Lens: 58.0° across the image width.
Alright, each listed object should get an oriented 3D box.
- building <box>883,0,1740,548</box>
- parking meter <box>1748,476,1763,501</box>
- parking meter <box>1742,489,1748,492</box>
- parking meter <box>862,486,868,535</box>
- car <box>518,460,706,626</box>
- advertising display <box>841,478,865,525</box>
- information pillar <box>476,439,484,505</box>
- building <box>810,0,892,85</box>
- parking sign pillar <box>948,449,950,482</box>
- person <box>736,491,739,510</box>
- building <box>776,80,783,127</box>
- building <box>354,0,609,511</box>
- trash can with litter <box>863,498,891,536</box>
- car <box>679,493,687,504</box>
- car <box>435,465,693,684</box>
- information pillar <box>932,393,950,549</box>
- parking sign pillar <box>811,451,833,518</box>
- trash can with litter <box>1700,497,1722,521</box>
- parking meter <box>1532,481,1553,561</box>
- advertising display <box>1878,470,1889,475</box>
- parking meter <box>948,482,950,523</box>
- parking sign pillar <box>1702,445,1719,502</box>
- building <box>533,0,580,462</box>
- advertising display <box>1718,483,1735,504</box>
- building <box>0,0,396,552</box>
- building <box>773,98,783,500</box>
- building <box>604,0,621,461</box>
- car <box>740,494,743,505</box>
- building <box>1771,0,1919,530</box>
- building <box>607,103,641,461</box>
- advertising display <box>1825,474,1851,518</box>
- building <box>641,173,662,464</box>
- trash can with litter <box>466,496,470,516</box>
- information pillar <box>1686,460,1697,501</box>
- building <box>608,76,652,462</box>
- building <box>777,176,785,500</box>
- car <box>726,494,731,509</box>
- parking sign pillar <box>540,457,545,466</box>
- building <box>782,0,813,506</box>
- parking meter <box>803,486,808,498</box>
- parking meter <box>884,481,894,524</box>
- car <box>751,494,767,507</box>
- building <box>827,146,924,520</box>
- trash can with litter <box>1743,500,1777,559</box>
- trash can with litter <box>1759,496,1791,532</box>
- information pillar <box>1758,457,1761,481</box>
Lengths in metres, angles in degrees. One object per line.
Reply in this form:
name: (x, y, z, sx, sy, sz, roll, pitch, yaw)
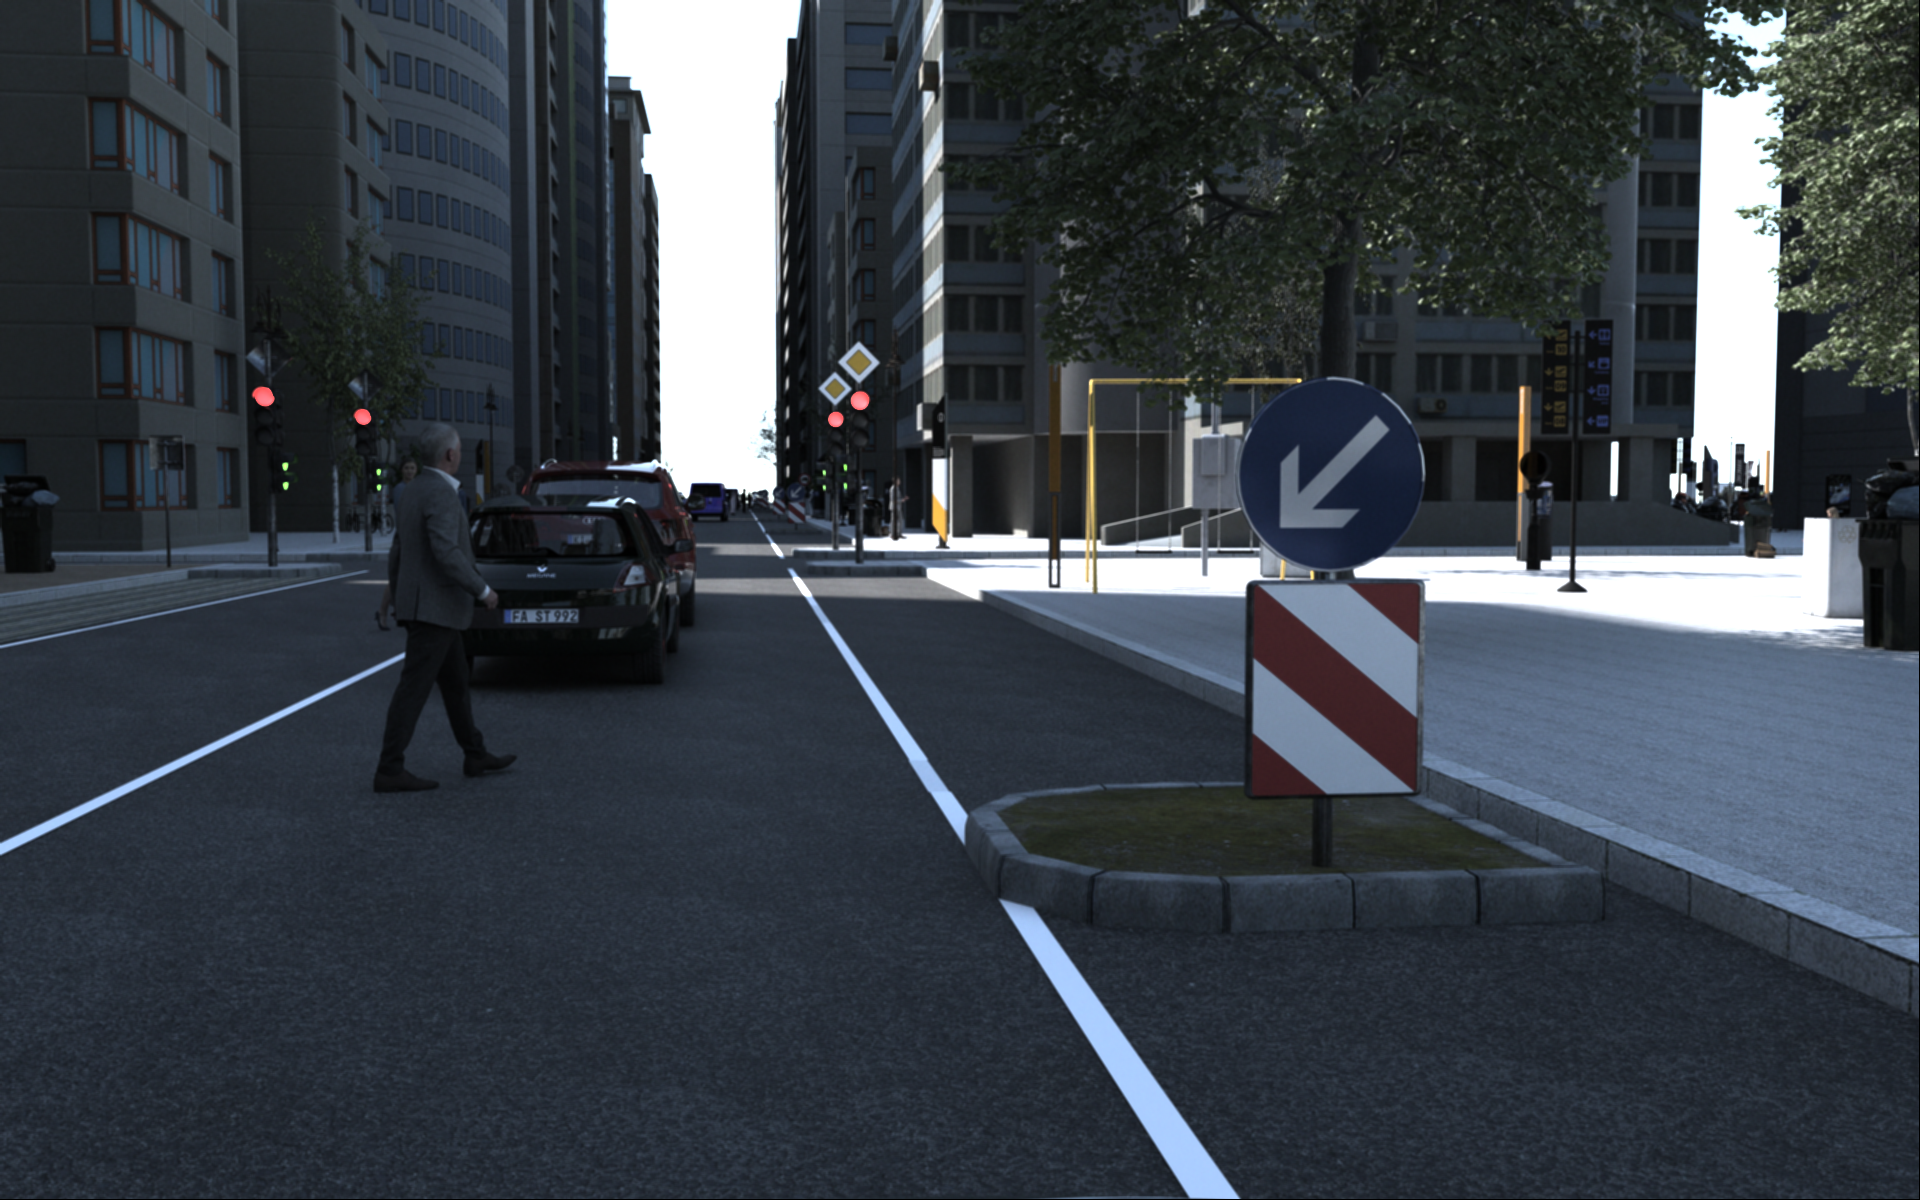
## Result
building: (10.154, -22.317, 56.770, 23.993, 40.220, 32.217, 0, 4, -7)
parking meter: (25.807, -3.096, 56.337, 0.255, 1.863, 0.399, 3, 5, 41)
parking meter: (41.862, -5.134, 92.350, 0.372, 1.533, 0.369, 0, 3, 0)
parking meter: (-3.096, -2.848, 54.972, 0.372, 1.533, 0.369, 0, 3, 0)
car: (-4.111, -0.705, 20.196, 2.281, 1.827, 5.304, -1, 4, -9)
advertising display: (-4.413, -4.042, 71.302, 0.974, 1.923, 0.123, 0, 4, 1)
information pillar: (-20.356, -5.021, 73.445, 0.183, 3.616, 0.504, 1, 4, 11)
building: (-0.909, -36.127, 132.670, 21.231, 58.520, 28.212, 0, 4, -7)
parking sign pillar: (-0.467, -5.490, 78.228, 1.447, 3.967, 1.447, 0, 4, 1)
person: (-20.022, -8.854, 154.071, 0.742, 1.727, 0.445, 1, 4, 9)
building: (-8.271, -38.466, 218.155, 28.713, 52.752, 27.495, 0, 4, -7)
building: (-40.048, -36.476, 138.383, 21.231, 58.520, 28.212, 0, 4, -7)
trash can with litter: (-2.543, -2.512, 52.456, 0.624, 1.170, 1.055, 2, 4, 24)
car: (-23.559, -8.219, 143.966, 1.945, 1.707, 3.694, 0, 4, -5)
car: (-3.246, -0.281, 14.379, 2.009, 1.686, 4.222, 0, 4, -7)
information pillar: (-0.457, -3.008, 40.529, 0.183, 3.616, 0.504, -3, 4, -39)
parking sign pillar: (-7.245, -6.371, 92.645, 1.447, 3.967, 1.447, 3, 4, 36)
trash can with litter: (26.338, -3.045, 61.171, 1.055, 1.170, 0.624, -2, 4, -28)
parking meter: (11.230, -1.529, 33.406, 0.372, 1.533, 0.369, 0, 3, 0)
advertising display: (24.624, -2.504, 46.152, 0.123, 1.923, 0.974, 1, 4, 14)
parking meter: (-0.402, -4.298, 75.982, 0.399, 1.863, 0.255, -1, 4, -20)
parking sign pillar: (41.171, -6.514, 94.973, 1.447, 3.967, 1.447, 3, 5, 42)
building: (-33.916, -26.586, 118.273, 14.154, 41.232, 14.086, 0, 4, -7)
advertising display: (43.420, -5.687, 98.189, 0.974, 1.923, 0.123, 0, 4, -2)
building: (-33.784, -12.571, 50.580, 27.650, 21.520, 28.899, 0, 4, -7)
building: (-17.181, -43.873, 259.320, 21.231, 58.520, 28.212, 0, 4, -7)
building: (-44.174, -52.253, 167.013, 22.319, 86.520, 31.000, 0, 4, -7)
car: (-30.391, -13.895, 236.970, 2.009, 1.686, 4.222, 0, 4, -6)
building: (44.703, -31.367, 54.856, 28.212, 58.520, 21.231, 0, 4, -7)
building: (-44.795, -33.758, 202.048, 14.600, 45.320, 14.200, 0, 4, -7)
advertising display: (28.915, -3.170, 57.042, 0.974, 1.923, 0.123, -1, 4, -21)
building: (-53.985, -38.114, 246.868, 21.300, 48.544, 21.600, 0, 4, -7)
trash can with litter: (-19.679, -3.539, 68.918, 1.678, 1.210, 2.233, -2, 4, -23)
information pillar: (51.163, -7.920, 120.844, 0.183, 3.616, 0.504, -3, 5, -43)
building: (-54.340, -38.680, 221.657, 28.713, 52.752, 27.495, 0, 4, -7)
building: (-17.929, -35.965, 238.133, 14.600, 45.320, 14.200, 0, 4, -7)
car: (-22.338, -9.263, 163.450, 2.014, 1.417, 4.499, 0, 4, -7)
parking sign pillar: (-26.817, -7.524, 111.485, 1.447, 3.967, 1.447, -2, 4, -35)
building: (-7.319, -33.973, 179.155, 21.300, 48.544, 21.600, 0, 4, -7)
parking meter: (-9.675, -6.267, 108.173, 0.255, 1.863, 0.399, 2, 4, 30)
parking meter: (-3.085, -4.246, 75.139, 0.399, 1.863, 0.255, 3, 5, 40)
car: (-20.780, -10.256, 179.692, 2.014, 1.417, 4.499, 0, 4, -8)
building: (6.772, -15.741, 102.410, 27.650, 21.520, 28.899, 0, 4, -7)
trash can with litter: (16.183, -1.435, 34.853, 0.624, 1.170, 1.055, 0, 4, 6)
trash can with litter: (27.583, -2.925, 58.878, 2.233, 1.210, 1.678, -2, 4, -31)
information pillar: (50.928, -7.282, 110.408, 0.183, 3.616, 0.504, 2, 4, 35)
